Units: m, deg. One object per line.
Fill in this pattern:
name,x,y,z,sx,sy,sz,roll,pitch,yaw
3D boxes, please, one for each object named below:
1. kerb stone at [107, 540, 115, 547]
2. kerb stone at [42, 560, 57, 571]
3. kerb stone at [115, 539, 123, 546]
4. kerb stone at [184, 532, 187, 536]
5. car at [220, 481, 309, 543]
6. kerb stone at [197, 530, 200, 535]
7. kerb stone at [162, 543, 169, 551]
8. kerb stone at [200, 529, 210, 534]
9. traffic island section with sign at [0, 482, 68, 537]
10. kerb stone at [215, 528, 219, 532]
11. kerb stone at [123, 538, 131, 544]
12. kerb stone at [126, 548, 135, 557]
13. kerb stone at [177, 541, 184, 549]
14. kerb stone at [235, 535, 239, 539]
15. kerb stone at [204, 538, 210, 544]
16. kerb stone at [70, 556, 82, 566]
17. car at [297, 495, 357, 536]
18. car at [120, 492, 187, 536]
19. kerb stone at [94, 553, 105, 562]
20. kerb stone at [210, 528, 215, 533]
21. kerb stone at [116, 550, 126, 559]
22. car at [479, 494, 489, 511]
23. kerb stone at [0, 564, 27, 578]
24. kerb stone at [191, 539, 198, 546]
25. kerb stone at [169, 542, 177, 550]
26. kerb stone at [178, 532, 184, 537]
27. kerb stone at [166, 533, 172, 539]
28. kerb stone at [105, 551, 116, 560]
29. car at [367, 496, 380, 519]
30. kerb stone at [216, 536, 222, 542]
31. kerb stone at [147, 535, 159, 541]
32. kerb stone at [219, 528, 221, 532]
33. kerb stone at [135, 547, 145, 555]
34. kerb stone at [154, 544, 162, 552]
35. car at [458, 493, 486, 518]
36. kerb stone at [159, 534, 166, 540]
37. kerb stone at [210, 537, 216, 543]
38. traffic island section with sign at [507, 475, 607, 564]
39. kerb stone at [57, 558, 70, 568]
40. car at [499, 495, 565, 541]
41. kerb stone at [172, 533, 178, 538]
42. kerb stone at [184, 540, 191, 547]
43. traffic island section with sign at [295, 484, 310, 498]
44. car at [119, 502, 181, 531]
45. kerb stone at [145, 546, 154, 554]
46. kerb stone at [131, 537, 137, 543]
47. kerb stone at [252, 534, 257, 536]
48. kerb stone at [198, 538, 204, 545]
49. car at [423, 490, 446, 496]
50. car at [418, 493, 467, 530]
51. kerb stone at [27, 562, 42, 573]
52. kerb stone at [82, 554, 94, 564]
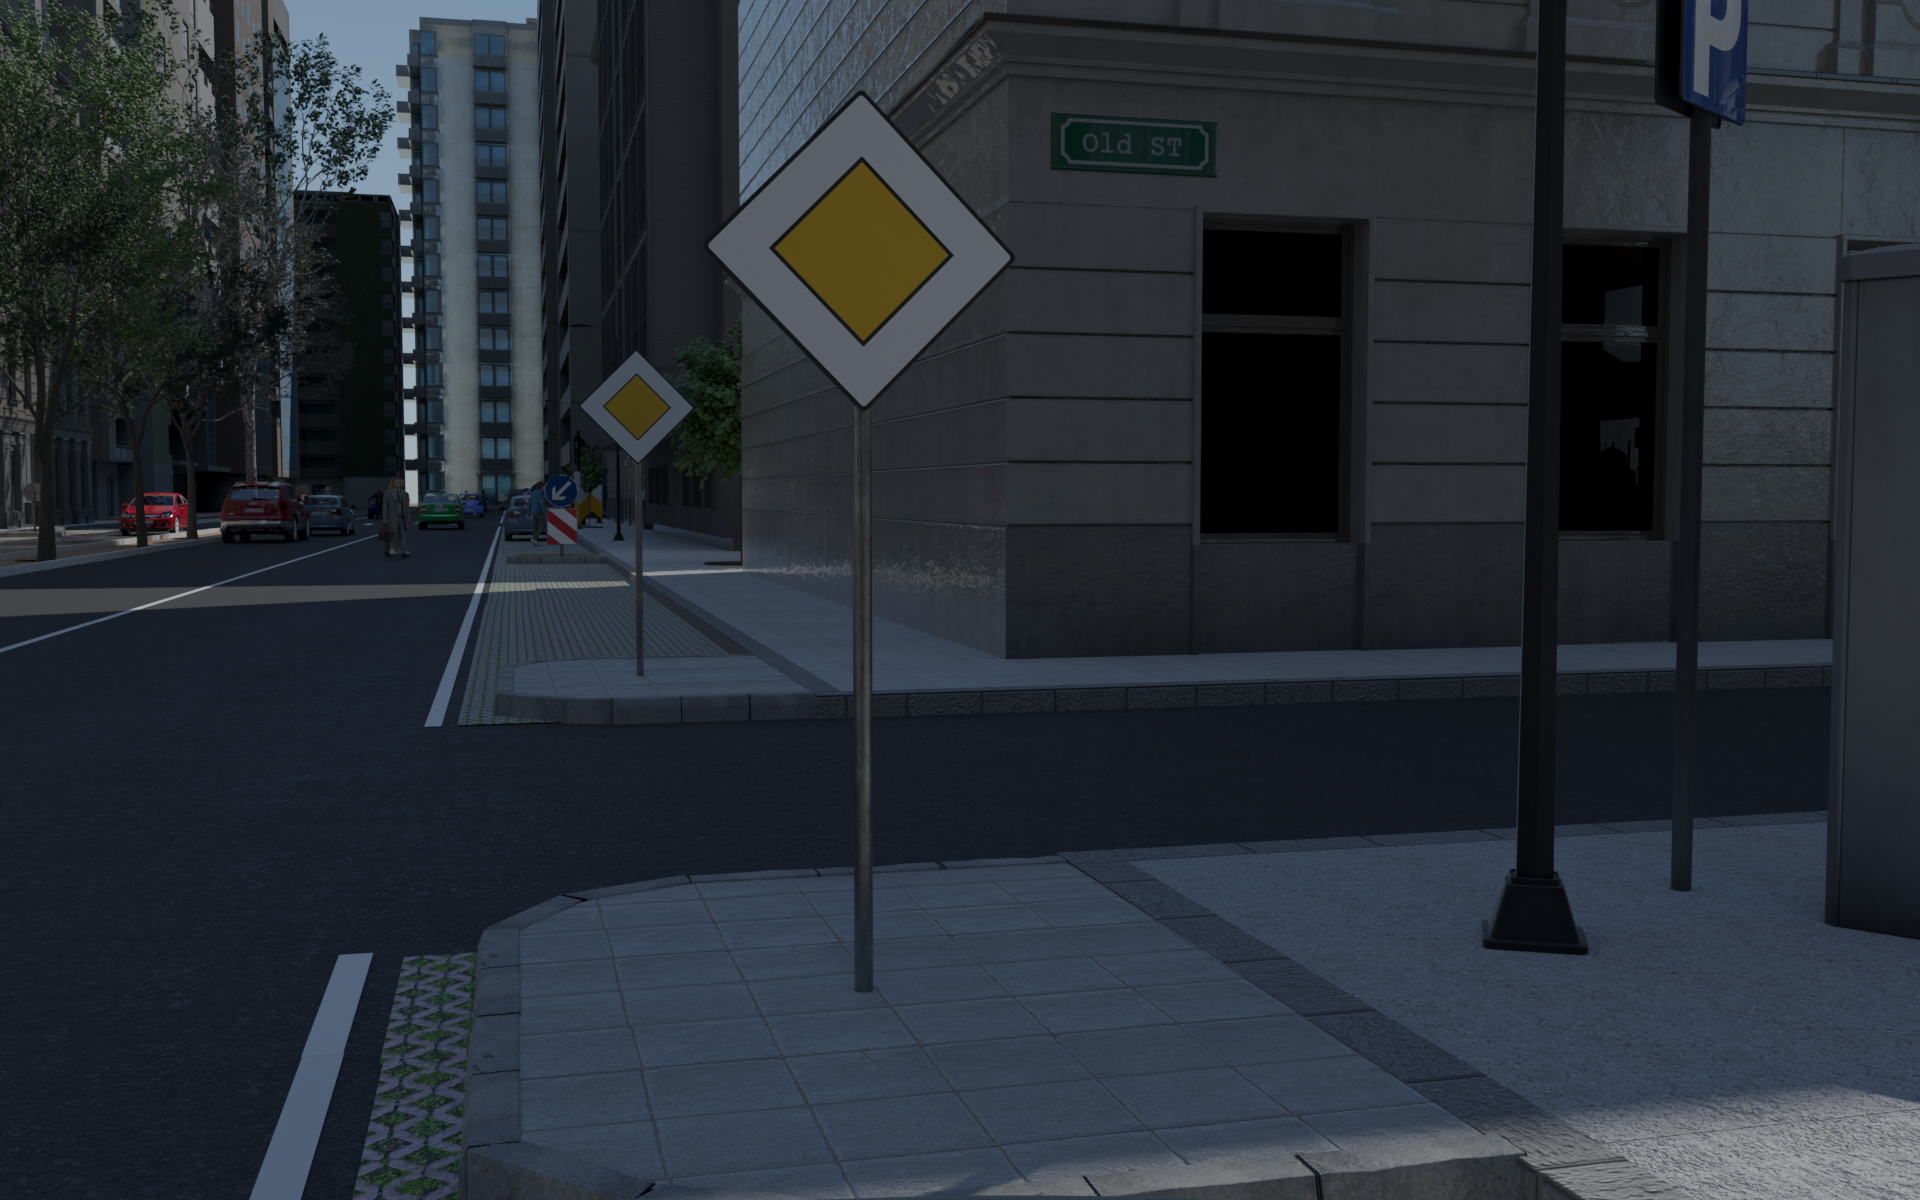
kerb stone,-23.201,-1.521,47.062,0.120,0.150,1.000,-1,4,-14
kerb stone,-17.305,-0.643,32.709,0.120,0.150,1.000,-1,4,-14
kerb stone,-23.456,-1.581,48.052,0.120,0.150,1.000,-1,4,-14
kerb stone,-26.042,-2.188,57.973,0.120,0.150,1.000,-1,4,-14
car,-21.027,-2.680,52.499,2.281,1.827,5.304,-1,4,-14
kerb stone,-26.548,-2.310,59.963,0.120,0.150,1.000,-1,4,-14
kerb stone,-20.147,-1.311,43.629,0.120,0.150,1.000,-1,4,-14
kerb stone,-27.068,-2.425,61.945,0.120,0.150,1.000,-1,4,-14
traffic island section with sign,-31.288,-3.044,58.393,1.989,1.847,2.006,-1,4,-14
kerb stone,-27.578,-2.552,63.927,0.120,0.150,1.000,-1,4,-14
kerb stone,-23.712,-1.642,49.042,0.120,0.150,1.000,-1,4,-14
kerb stone,-19.115,-1.068,39.654,0.120,0.150,1.000,-1,4,-14
kerb stone,-20.665,-1.432,45.623,0.120,0.150,1.000,-1,4,-14
kerb stone,-23.492,-2.100,56.532,0.120,0.150,1.000,-1,4,-14
kerb stone,-21.690,-1.675,49.583,0.120,0.150,1.000,-1,4,-14
kerb stone,-17.829,-0.764,34.685,0.120,0.150,1.000,-1,4,-14
car,-22.115,-2.956,60.328,2.014,1.417,4.499,-1,4,-15
car,-28.272,-3.179,61.014,2.155,1.783,4.494,-1,4,-14
kerb stone,-18.333,-0.883,36.677,0.120,0.150,1.000,-1,4,-14
kerb stone,-27.318,-2.492,62.936,0.120,0.150,1.000,-1,4,-14
kerb stone,-18.851,-1.004,38.662,0.120,0.150,1.000,-1,4,-14
car,-40.522,-8.143,145.145,2.014,1.417,4.499,-1,4,-14
kerb stone,-16.796,-0.522,30.725,0.120,0.150,1.000,-1,4,-14
kerb stone,-21.168,-1.552,47.605,0.120,0.150,1.000,-1,4,-14
kerb stone,-20.406,-1.371,44.618,0.120,0.150,1.000,-1,4,-14
kerb stone,-25.776,-2.125,56.978,0.120,0.150,1.000,-1,4,-14
kerb stone,-25.259,-2.006,54.993,0.120,0.150,1.000,-1,4,-14
kerb stone,-18.590,-0.944,37.667,0.120,0.150,1.000,-1,4,-14
car,-33.634,-5.418,101.157,1.945,1.354,3.894,-1,4,-16
kerb stone,-22.197,-1.791,51.566,0.120,0.150,1.000,-1,4,-14
kerb stone,-24.741,-1.883,53.001,0.120,0.150,1.000,-1,4,-14
kerb stone,-27.830,-2.614,64.929,0.120,0.150,1.000,-1,4,-14
kerb stone,-19.366,-1.128,40.645,0.120,0.150,1.000,-1,4,-14
kerb stone,-19.882,-1.250,42.631,0.120,0.150,1.000,-1,4,-14
car,-29.733,-5.832,104.948,1.945,1.707,3.694,-1,4,-15
kerb stone,-25.002,-1.943,53.990,0.120,0.150,1.000,-1,4,-14
kerb stone,-21.940,-1.736,50.576,0.120,0.150,1.000,-1,4,-14
traffic island section with sign,-8.419,-1.677,36.042,1.989,1.847,2.006,-1,4,-14
kerb stone,-17.565,-0.704,33.698,0.120,0.150,1.000,-1,4,-14
car,-13.253,-2.553,53.747,2.014,1.417,4.499,-1,4,-14
kerb stone,-25.518,-2.067,55.989,0.120,0.150,1.000,-1,4,-14
kerb stone,-20.910,-1.490,46.616,0.120,0.150,1.000,-1,4,-14
traffic island section with sign,-31.191,-4.518,82.012,2.006,1.907,1.989,-1,4,-14
car,-31.480,-3.351,67.363,1.945,1.354,3.894,-1,4,-14
kerb stone,-19.617,-1.189,41.644,0.120,0.150,1.000,-1,4,-14
kerb stone,-23.974,-1.702,50.031,0.120,0.150,1.000,-1,4,-14
kerb stone,-24.267,-2.278,59.500,0.120,0.150,1.000,-1,4,-14
kerb stone,-21.431,-1.615,48.593,0.120,0.150,1.000,-1,4,-14
car,-44.982,-8.574,148.864,2.281,1.827,5.304,-1,4,-16
car,-21.242,-3.805,71.013,1.959,1.807,4.718,-1,4,-15
kerb stone,-17.053,-0.582,31.718,0.120,0.150,1.000,-1,4,-14
kerb stone,-18.077,-0.825,35.677,0.120,0.150,1.000,-1,4,-14
